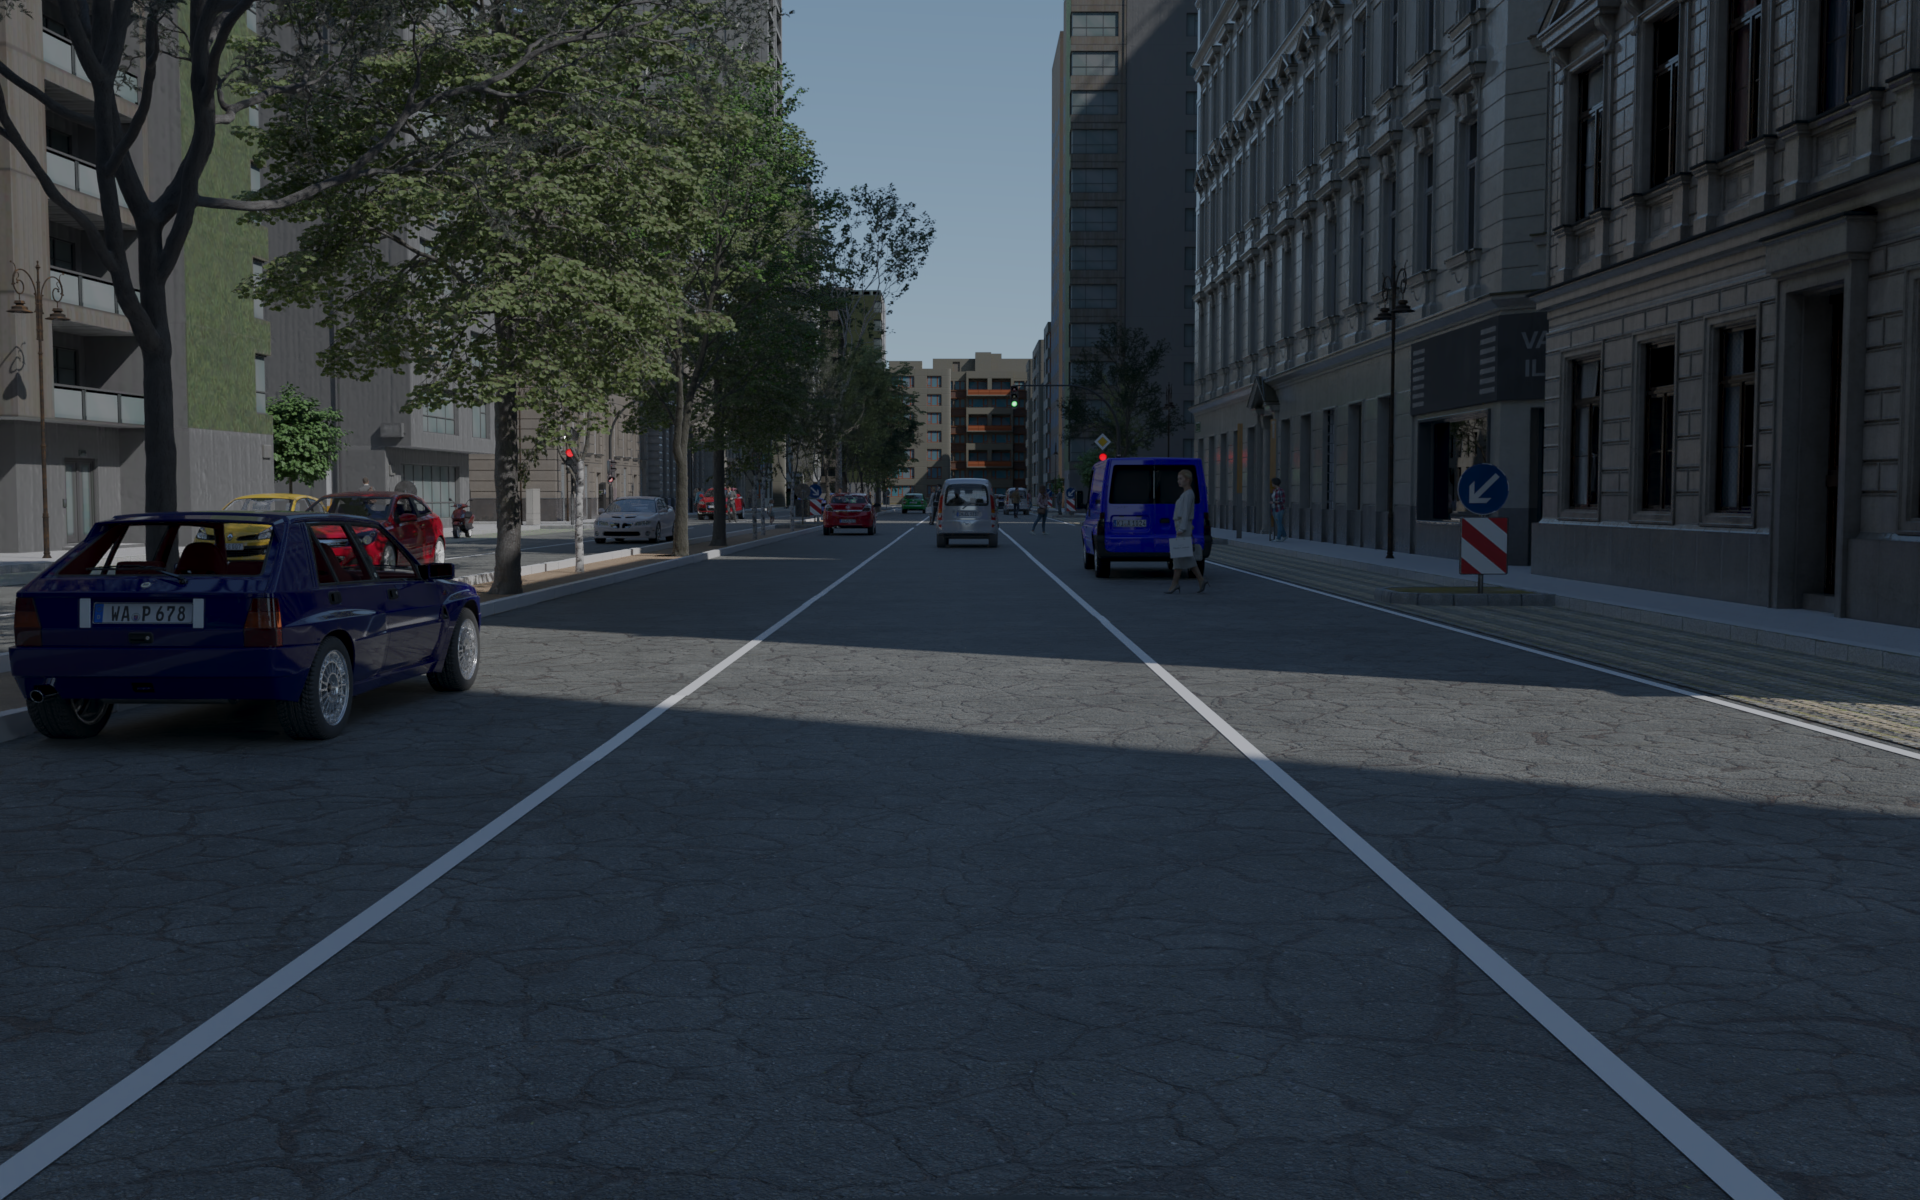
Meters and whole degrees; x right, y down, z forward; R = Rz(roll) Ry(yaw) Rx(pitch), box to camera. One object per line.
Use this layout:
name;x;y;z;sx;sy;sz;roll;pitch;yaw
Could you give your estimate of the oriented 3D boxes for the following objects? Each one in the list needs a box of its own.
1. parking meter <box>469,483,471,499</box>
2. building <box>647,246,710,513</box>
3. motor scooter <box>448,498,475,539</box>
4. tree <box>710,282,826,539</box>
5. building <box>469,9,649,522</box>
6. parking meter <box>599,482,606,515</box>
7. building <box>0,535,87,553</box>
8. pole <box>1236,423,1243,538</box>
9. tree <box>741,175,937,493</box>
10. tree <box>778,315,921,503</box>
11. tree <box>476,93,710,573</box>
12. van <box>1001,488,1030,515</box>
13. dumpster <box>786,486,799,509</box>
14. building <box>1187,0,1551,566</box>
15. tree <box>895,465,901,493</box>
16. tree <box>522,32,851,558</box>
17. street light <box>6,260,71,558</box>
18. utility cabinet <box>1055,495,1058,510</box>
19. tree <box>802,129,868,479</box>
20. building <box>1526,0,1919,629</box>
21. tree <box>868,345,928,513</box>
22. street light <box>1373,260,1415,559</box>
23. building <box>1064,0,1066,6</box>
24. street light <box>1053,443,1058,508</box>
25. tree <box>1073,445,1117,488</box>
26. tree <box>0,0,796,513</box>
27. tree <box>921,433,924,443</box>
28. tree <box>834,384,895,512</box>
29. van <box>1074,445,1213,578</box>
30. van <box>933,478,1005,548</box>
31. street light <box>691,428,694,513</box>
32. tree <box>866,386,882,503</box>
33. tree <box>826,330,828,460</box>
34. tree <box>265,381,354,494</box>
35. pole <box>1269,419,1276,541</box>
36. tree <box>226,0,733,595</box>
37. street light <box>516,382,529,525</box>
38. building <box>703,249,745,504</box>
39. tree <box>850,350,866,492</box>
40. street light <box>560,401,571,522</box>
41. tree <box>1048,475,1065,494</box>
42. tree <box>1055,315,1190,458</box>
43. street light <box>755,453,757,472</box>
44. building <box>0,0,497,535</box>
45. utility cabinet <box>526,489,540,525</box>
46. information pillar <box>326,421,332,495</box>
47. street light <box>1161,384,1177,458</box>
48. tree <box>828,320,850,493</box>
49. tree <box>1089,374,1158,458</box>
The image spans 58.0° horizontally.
parking meter;-22.649;-4.509;79.441;0.399;1.863;0.255;-1;4;-21
building;-23.059;-17.465;114.437;11.050;23.489;19.941;0;3;0
motor scooter;-16.130;-2.654;56.173;0.815;1.314;1.986;0;4;-1
tree;-6.462;-6.214;54.418;4.360;8.622;3.978;0;3;0
building;-24.399;-18.017;91.838;12.463;27.353;25.104;0;3;0
parking meter;-17.590;-4.861;85.196;0.255;1.863;0.399;1;4;10
building;-25.709;-21.750;39.207;14.154;41.232;14.086;0;3;0
pole;8.082;-3.438;50.056;0.158;3.312;0.155;0;3;0
tree;-8.037;-14.644;97.772;12.611;20.169;13.585;0;3;0
tree;-6.600;-9.214;87.526;8.767;10.594;7.601;0;3;0
tree;-6.925;-4.808;31.437;4.360;8.622;3.978;0;3;0
van;3.910;-6.949;120.632;2.013;2.044;4.112;0;4;-2
dumpster;-16.008;-10.027;168.885;1.985;2.255;1.502;0;4;1
building;17.542;-16.699;49.443;17.030;29.872;44.131;0;3;0
tree;-6.560;-10.496;124.423;4.737;8.622;4.395;0;3;0
tree;-6.259;-6.776;39.002;9.928;11.665;9.643;0;3;0
street light;-18.244;-3.770;34.429;0.468;5.910;1.993;0;3;0
utility cabinet;8.100;-8.125;143.999;0.306;1.237;1.020;0;4;2
tree;-6.740;-7.779;47.764;7.486;12.596;7.792;0;3;0
building;13.855;-9.388;18.124;10.561;19.102;19.286;0;3;0
tree;-6.324;-12.839;130.503;7.486;12.596;7.792;0;3;0
street light;8.572;-3.765;34.352;0.468;5.910;1.993;0;3;0
building;15.775;-30.125;142.650;14.600;45.320;14.200;0;3;0
street light;8.502;-11.080;153.947;0.468;5.910;1.993;0;3;0
tree;8.815;-7.723;109.986;4.285;4.588;4.351;0;3;0
tree;-6.382;-6.153;13.436;12.009;13.543;11.850;0;3;0
tree;-6.578;-11.083;118.081;8.767;10.594;7.601;0;3;0
tree;-6.668;-9.729;111.884;4.737;8.622;4.395;0;3;0
van;3.271;-1.646;31.293;2.240;2.365;5.245;0;4;1
van;0.227;-2.492;47.749;2.013;2.044;4.112;0;4;2
street light;-18.221;-8.855;117.566;0.468;5.910;1.993;0;3;0
tree;-6.862;-9.445;107.244;4.360;8.622;3.978;0;3;0
tree;-6.800;-6.534;59.653;4.360;8.622;3.978;0;3;0
tree;-19.290;-4.062;50.134;4.285;4.588;4.351;0;3;0
pole;8.520;-3.262;47.179;0.158;3.312;0.155;0;3;0
tree;-6.560;-6.372;24.760;7.486;12.596;7.792;0;3;0
street light;-18.138;-6.033;71.428;0.468;5.910;1.993;0;3;0
building;-22.768;-17.012;132.900;10.420;20.320;16.860;0;3;0
tree;-6.627;-7.821;80.693;4.360;8.622;3.978;0;3;0
street light;-18.284;-6.592;80.567;0.468;5.910;1.993;0;3;0
tree;9.097;-9.979;157.754;1.663;3.219;1.824;0;3;0
tree;8.310;-9.585;91.123;7.601;10.594;8.767;-3;5;-42
street light;-18.195;-11.118;154.565;0.468;5.910;1.993;0;3;0
building;-25.371;-23.274;64.119;14.086;41.232;14.154;0;3;0
utility cabinet;-17.620;-3.838;71.435;0.318;1.500;1.173;0;4;0
information pillar;-20.312;-3.937;55.722;0.183;3.616;0.504;-1;4;-12
street light;8.620;-6.044;71.606;0.468;5.910;1.993;0;3;0
tree;-6.467;-6.959;66.607;4.360;8.622;3.978;0;3;0
tree;9.231;-9.130;99.637;4.737;8.622;4.395;0;3;0
